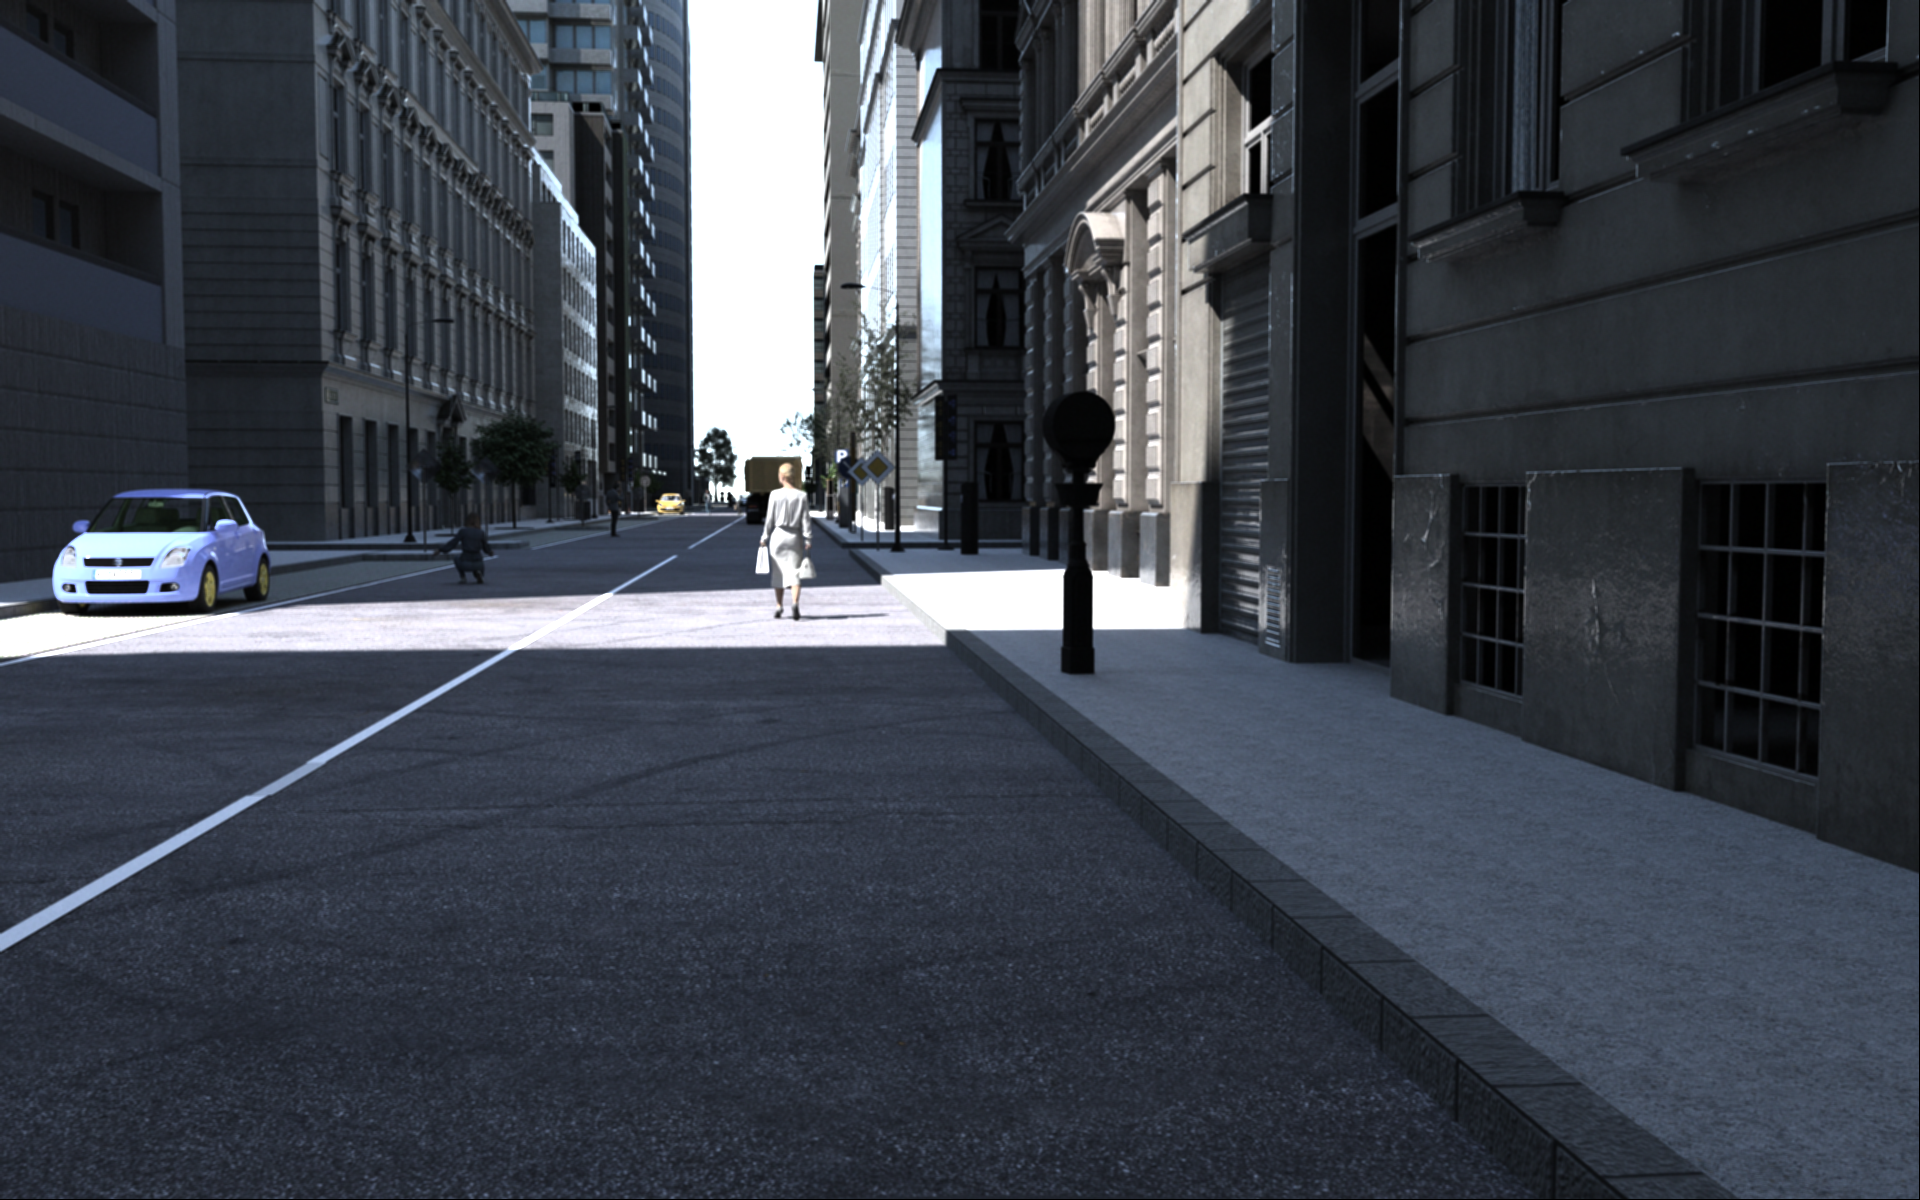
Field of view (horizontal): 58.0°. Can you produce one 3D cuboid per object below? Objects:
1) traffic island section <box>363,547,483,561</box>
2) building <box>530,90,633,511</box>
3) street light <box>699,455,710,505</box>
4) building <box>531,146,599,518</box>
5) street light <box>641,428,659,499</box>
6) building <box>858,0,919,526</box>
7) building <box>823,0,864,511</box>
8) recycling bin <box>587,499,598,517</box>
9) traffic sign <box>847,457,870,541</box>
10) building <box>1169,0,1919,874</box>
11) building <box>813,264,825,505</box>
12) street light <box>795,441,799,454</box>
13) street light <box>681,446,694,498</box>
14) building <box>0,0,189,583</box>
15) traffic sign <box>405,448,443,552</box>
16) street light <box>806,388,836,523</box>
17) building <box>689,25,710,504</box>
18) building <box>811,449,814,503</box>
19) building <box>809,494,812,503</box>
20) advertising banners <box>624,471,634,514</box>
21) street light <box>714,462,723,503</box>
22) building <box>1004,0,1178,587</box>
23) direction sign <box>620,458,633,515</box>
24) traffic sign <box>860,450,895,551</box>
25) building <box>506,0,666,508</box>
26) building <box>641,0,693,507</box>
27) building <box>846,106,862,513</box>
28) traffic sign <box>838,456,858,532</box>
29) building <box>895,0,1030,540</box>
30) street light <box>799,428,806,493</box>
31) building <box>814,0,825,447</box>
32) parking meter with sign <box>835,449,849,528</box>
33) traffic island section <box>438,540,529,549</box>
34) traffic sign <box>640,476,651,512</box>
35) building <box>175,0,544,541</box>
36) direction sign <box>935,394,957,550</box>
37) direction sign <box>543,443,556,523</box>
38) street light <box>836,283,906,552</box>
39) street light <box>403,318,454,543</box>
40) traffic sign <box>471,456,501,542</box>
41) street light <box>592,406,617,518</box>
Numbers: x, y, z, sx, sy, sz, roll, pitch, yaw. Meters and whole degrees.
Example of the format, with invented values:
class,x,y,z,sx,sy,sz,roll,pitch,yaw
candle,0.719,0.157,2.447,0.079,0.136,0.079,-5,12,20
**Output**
class,x,y,z,sx,sy,sz,roll,pitch,yaw
traffic island section,-11.829,-0.976,38.245,2.009,0.180,2.903,0,4,-6
building,-31.981,-21.756,127.419,14.160,30.474,14.107,0,4,-6
street light,-30.223,-14.198,204.685,1.470,5.913,1.316,0,4,-6
building,-26.818,-14.902,98.403,10.420,20.320,16.860,0,4,-6
street light,-21.880,-9.139,121.958,1.470,5.913,1.316,0,4,-6
building,1.333,-18.690,83.082,11.434,29.767,29.804,0,4,-6
building,-0.365,-31.794,143.531,21.300,48.544,21.600,0,4,-6
recycling bin,-20.744,-5.170,97.081,0.722,1.027,0.722,-3,4,-38
traffic sign,-2.671,-2.659,47.118,0.795,2.450,0.064,0,4,-6
building,10.748,-10.388,3.128,16.112,22.955,30.059,0,4,-6
building,-11.519,-27.347,218.825,14.160,30.474,14.107,0,4,-6
street light,-13.493,-10.968,151.869,1.470,5.913,1.316,0,4,-6
street light,-26.391,-11.918,167.407,1.470,5.913,1.316,0,4,-6
building,-28.052,-29.551,25.153,28.212,58.520,21.231,0,4,-6
traffic sign,-11.806,-2.113,38.185,0.795,2.450,0.064,0,4,-6
street light,-5.878,-6.331,76.058,1.470,5.913,1.316,0,4,-6
building,-48.030,-50.109,257.531,20.563,71.187,20.611,0,4,-6
building,-9.367,-56.735,240.293,22.319,86.520,31.000,0,4,-6
building,-7.807,-35.325,269.451,32.217,40.220,23.993,0,4,-6
advertising banners,-21.508,-7.121,112.617,0.090,3.025,2.074,-2,4,-26
street light,-34.892,-16.964,249.902,1.470,5.913,1.316,0,4,-6
building,7.027,-12.167,27.816,11.050,23.489,19.941,0,4,-6
direction sign,-20.717,-7.069,107.580,0.876,3.537,0.379,-3,4,-37
traffic sign,-1.861,-2.173,39.174,0.795,2.450,0.064,0,4,-6
building,-38.114,-32.378,148.983,23.786,49.044,30.456,0,4,-6
building,-39.033,-38.916,178.280,21.231,58.520,28.212,0,4,-6
building,0.077,-19.752,110.329,14.401,28.519,23.554,0,4,-6
traffic sign,-3.712,-3.560,58.311,0.768,2.556,0.104,0,4,-1
building,7.954,-11.561,53.648,19.286,19.102,10.561,0,4,-6
street light,-10.307,-9.098,121.299,1.470,5.913,1.316,0,4,-6
building,-0.746,-36.350,183.563,28.713,52.752,27.495,0,4,-6
parking meter with sign,-4.490,-4.301,66.580,0.543,3.016,1.738,0,4,-7
traffic island section,-12.639,-1.462,46.189,2.009,0.180,2.903,0,4,-6
traffic sign,-21.901,-7.365,120.520,0.768,2.556,0.104,0,4,1
building,-27.240,-17.750,66.628,17.030,29.872,44.131,0,4,-6
direction sign,-0.323,-2.920,39.739,0.379,3.537,0.876,-2,4,-33
direction sign,-18.354,-5.226,77.442,0.379,3.537,0.876,1,4,23
street light,-1.926,-4.023,38.323,1.470,5.913,1.316,0,4,-6
street light,-14.045,-4.481,45.802,1.470,5.913,1.316,0,4,-6
traffic sign,-12.616,-2.599,46.129,0.795,2.450,0.064,0,4,-6
street light,-18.700,-7.246,91.021,1.470,5.913,1.316,0,4,-6
